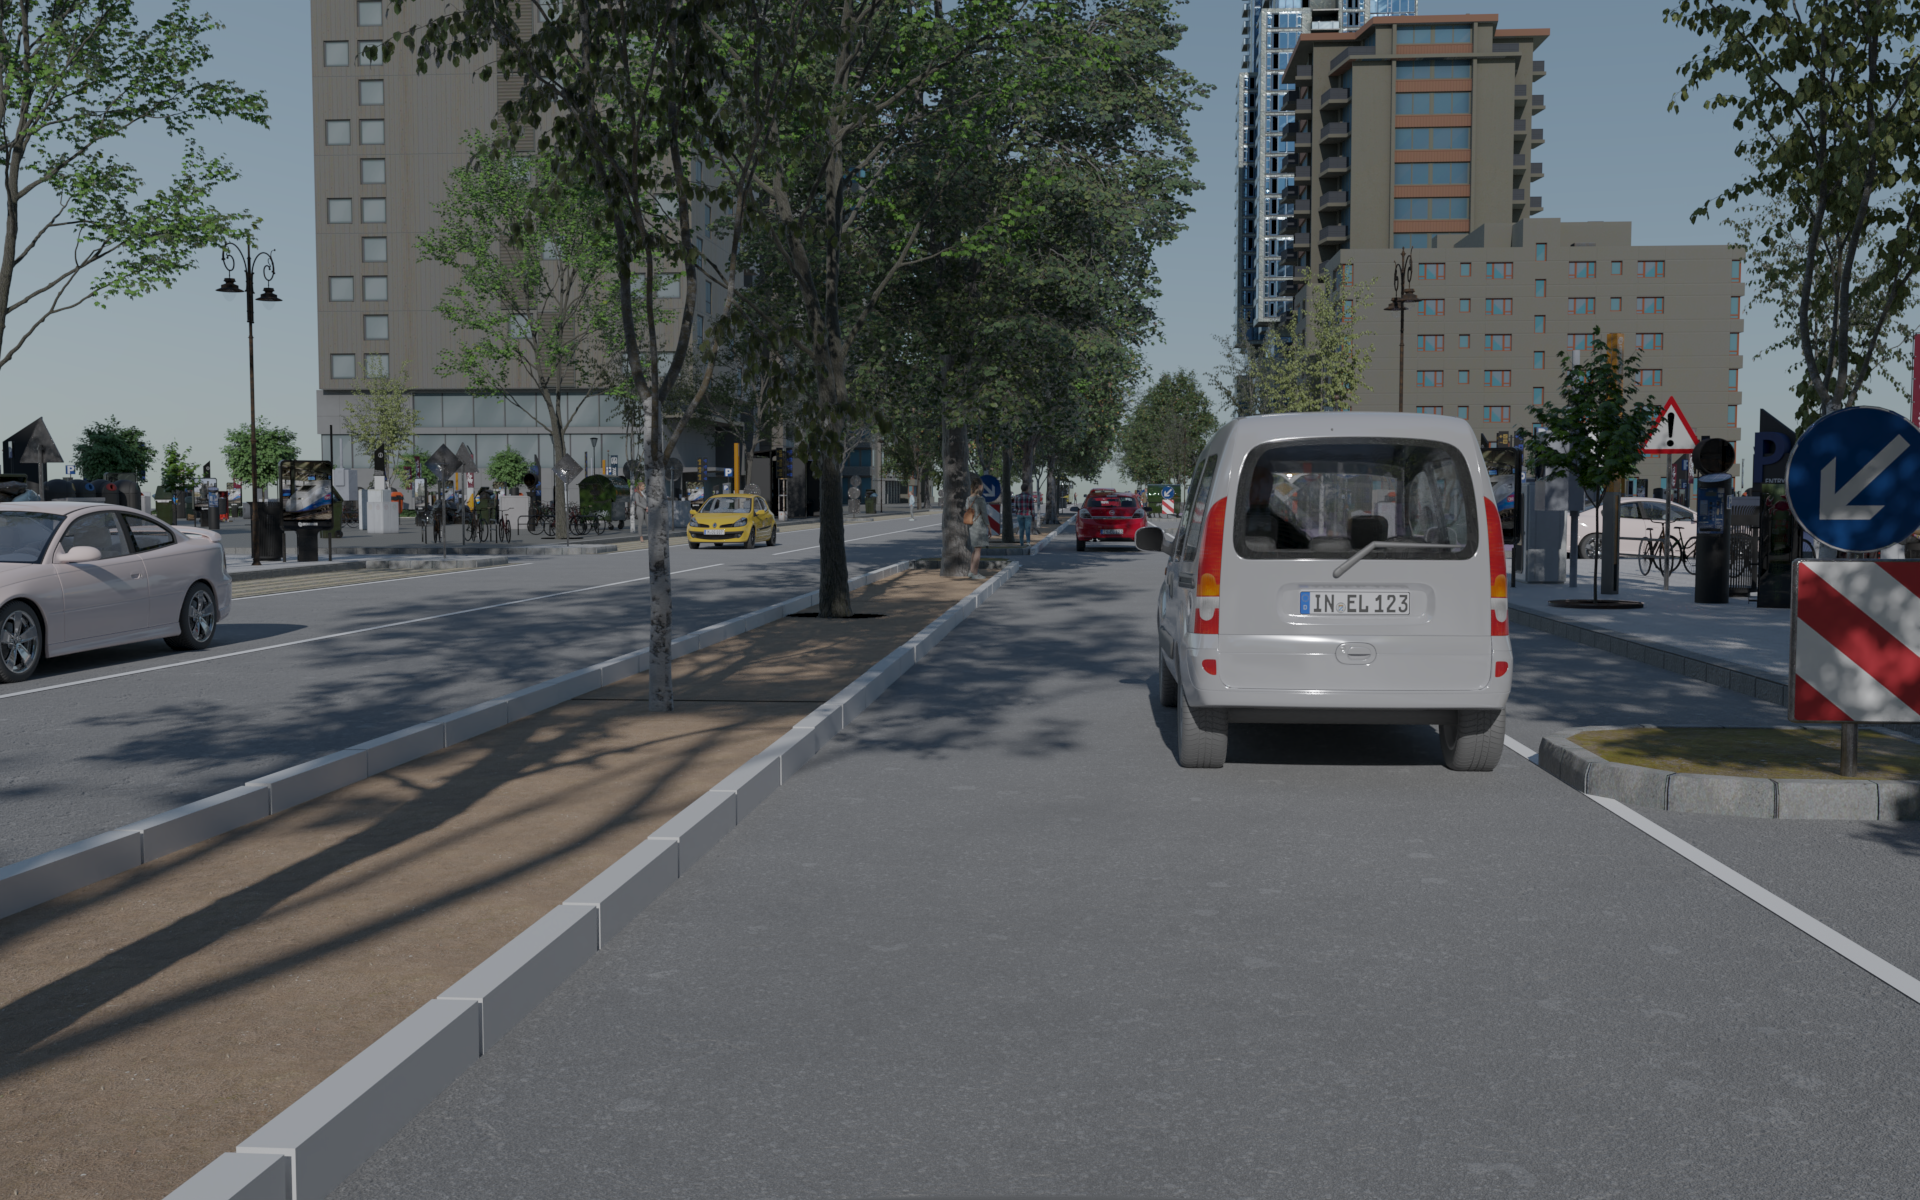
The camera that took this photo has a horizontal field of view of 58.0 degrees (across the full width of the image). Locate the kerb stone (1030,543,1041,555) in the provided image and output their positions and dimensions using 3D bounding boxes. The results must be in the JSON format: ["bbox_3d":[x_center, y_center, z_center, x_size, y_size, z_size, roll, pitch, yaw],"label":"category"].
[{"bbox_3d":[1.834,-1.229,42.296,0.120,0.150,1.000,0,4,5],"label":"kerb stone"}]

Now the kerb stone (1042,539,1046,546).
[{"bbox_3d":[2.169,-1.479,46.379,0.120,0.150,1.000,0,4,5],"label":"kerb stone"}]

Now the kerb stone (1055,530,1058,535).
[{"bbox_3d":[3.090,-2.166,57.611,0.120,0.150,1.000,0,4,5],"label":"kerb stone"}]

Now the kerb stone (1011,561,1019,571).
[{"bbox_3d":[0.953,-0.571,31.524,0.120,0.150,1.000,0,4,5],"label":"kerb stone"}]

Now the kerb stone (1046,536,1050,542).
[{"bbox_3d":[2.427,-1.667,49.449,0.120,0.150,1.000,0,4,5],"label":"kerb stone"}]

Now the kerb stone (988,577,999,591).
[{"bbox_3d":[0.448,-0.195,25.391,0.120,0.150,1.000,0,4,5],"label":"kerb stone"}]

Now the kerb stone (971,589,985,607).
[{"bbox_3d":[0.198,-0.007,22.310,0.120,0.150,1.000,0,4,5],"label":"kerb stone"}]

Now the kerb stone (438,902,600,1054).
[{"bbox_3d":[-1.237,1.060,4.926,0.120,0.150,1.000,0,4,5],"label":"kerb stone"}]

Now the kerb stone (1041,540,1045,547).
[{"bbox_3d":[2.083,-1.416,45.351,0.120,0.150,1.000,0,4,5],"label":"kerb stone"}]

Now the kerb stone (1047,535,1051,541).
[{"bbox_3d":[2.507,-1.729,50.467,0.120,0.150,1.000,0,4,5],"label":"kerb stone"}]

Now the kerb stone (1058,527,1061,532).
[{"bbox_3d":[3.424,-2.413,61.698,0.120,0.150,1.000,0,4,5],"label":"kerb stone"}]

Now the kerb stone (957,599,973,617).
[{"bbox_3d":[0.027,0.119,20.254,0.120,0.150,1.000,0,4,5],"label":"kerb stone"}]

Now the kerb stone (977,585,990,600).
[{"bbox_3d":[0.275,-0.070,23.344,0.120,0.150,1.000,0,4,5],"label":"kerb stone"}]

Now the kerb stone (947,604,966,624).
[{"bbox_3d":[-0.066,0.181,19.236,0.120,0.150,1.000,0,4,5],"label":"kerb stone"}]

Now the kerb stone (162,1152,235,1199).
[{"bbox_3d":[-1.413,1.182,2.876,0.120,0.150,1.000,0,4,5],"label":"kerb stone"}]

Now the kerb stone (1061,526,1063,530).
[{"bbox_3d":[3.693,-2.603,64.754,0.120,0.150,1.000,0,4,5],"label":"kerb stone"}]

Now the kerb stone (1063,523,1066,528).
[{"bbox_3d":[4.101,-2.915,69.861,0.120,0.150,1.000,0,4,5],"label":"kerb stone"}]

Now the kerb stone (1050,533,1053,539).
[{"bbox_3d":[2.679,-1.854,52.511,0.120,0.150,1.000,0,4,5],"label":"kerb stone"}]

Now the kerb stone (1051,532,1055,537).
[{"bbox_3d":[2.843,-1.974,54.550,0.120,0.150,1.000,0,4,5],"label":"kerb stone"}]

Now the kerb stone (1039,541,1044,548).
[{"bbox_3d":[2.001,-1.353,44.333,0.120,0.150,1.000,0,4,5],"label":"kerb stone"}]

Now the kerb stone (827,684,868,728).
[{"bbox_3d":[-0.732,0.681,11.064,0.120,0.150,1.000,0,4,5],"label":"kerb stone"}]

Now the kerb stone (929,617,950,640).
[{"bbox_3d":[-0.230,0.307,17.183,0.120,0.150,1.000,0,4,5],"label":"kerb stone"}]

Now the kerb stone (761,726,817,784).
[{"bbox_3d":[-0.898,0.810,9.022,0.120,0.150,1.000,0,4,5],"label":"kerb stone"}]

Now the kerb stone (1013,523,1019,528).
[{"bbox_3d":[2.510,-3.291,76.158,0.120,0.150,1.000,0,4,5],"label":"kerb stone"}]

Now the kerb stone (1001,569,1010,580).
[{"bbox_3d":[0.693,-0.379,28.462,0.120,0.150,1.000,0,4,5],"label":"kerb stone"}]

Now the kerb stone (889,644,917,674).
[{"bbox_3d":[-0.487,0.495,14.121,0.120,0.150,1.000,0,4,5],"label":"kerb stone"}]

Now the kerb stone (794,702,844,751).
[{"bbox_3d":[-0.820,0.743,10.045,0.120,0.150,1.000,0,4,5],"label":"kerb stone"}]

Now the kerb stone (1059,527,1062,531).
[{"bbox_3d":[3.517,-2.478,62.718,0.120,0.150,1.000,0,4,5],"label":"kerb stone"}]

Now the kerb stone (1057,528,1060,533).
[{"bbox_3d":[3.347,-2.353,60.666,0.120,0.150,1.000,0,4,5],"label":"kerb stone"}]

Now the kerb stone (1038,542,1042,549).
[{"bbox_3d":[1.921,-1.292,43.314,0.120,0.150,1.000,0,4,5],"label":"kerb stone"}]

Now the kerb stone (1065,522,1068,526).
[{"bbox_3d":[4.354,-3.103,72.934,0.120,0.150,1.000,0,4,5],"label":"kerb stone"}]

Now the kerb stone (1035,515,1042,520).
[{"bbox_3d":[4.617,-4.858,101.706,0.120,0.150,1.000,0,4,5],"label":"kerb stone"}]

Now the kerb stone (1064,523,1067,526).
[{"bbox_3d":[4.188,-2.976,70.879,0.120,0.150,1.000,0,4,5],"label":"kerb stone"}]

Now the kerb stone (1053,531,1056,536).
[{"bbox_3d":[2.919,-2.041,55.569,0.120,0.150,1.000,0,4,5],"label":"kerb stone"}]

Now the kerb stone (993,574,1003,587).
[{"bbox_3d":[0.524,-0.254,26.411,0.120,0.150,1.000,0,4,5],"label":"kerb stone"}]

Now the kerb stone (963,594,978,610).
[{"bbox_3d":[0.100,0.056,21.277,0.120,0.150,1.000,0,4,5],"label":"kerb stone"}]

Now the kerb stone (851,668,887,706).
[{"bbox_3d":[-0.649,0.619,12.083,0.120,0.150,1.000,0,4,5],"label":"kerb stone"}]

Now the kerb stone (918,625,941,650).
[{"bbox_3d":[-0.312,0.371,16.164,0.120,0.150,1.000,0,4,5],"label":"kerb stone"}]

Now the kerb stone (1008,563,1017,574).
[{"bbox_3d":[0.869,-0.508,30.505,0.120,0.150,1.000,0,4,5],"label":"kerb stone"}]

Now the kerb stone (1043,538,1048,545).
[{"bbox_3d":[2.255,-1.541,47.398,0.120,0.150,1.000,0,4,5],"label":"kerb stone"}]

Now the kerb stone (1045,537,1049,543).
[{"bbox_3d":[2.345,-1.604,48.426,0.120,0.150,1.000,0,4,5],"label":"kerb stone"}]

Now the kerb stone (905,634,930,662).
[{"bbox_3d":[-0.392,0.434,15.144,0.120,0.150,1.000,0,4,5],"label":"kerb stone"}]

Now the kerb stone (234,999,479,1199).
[{"bbox_3d":[-1.322,1.119,3.900,0.120,0.150,1.000,0,4,5],"label":"kerb stone"}]

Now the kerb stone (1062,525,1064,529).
[{"bbox_3d":[3.851,-2.727,66.792,0.120,0.150,1.000,0,4,5],"label":"kerb stone"}]

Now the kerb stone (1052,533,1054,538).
[{"bbox_3d":[2.758,-1.917,53.531,0.120,0.150,1.000,0,4,5],"label":"kerb stone"}]

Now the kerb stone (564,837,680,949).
[{"bbox_3d":[-1.151,0.997,5.950,0.120,0.150,1.000,0,4,5],"label":"kerb stone"}]

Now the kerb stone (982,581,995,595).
[{"bbox_3d":[0.360,-0.133,24.373,0.120,0.150,1.000,0,4,5],"label":"kerb stone"}]

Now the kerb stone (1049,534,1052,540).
[{"bbox_3d":[2.595,-1.791,51.487,0.120,0.150,1.000,0,4,5],"label":"kerb stone"}]

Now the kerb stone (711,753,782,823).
[{"bbox_3d":[-0.985,0.868,8.003,0.120,0.150,1.000,0,4,5],"label":"kerb stone"}]

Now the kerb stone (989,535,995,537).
[{"bbox_3d":[1.168,-2.295,59.808,0.120,0.150,1.000,0,4,5],"label":"kerb stone"}]

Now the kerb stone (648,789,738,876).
[{"bbox_3d":[-1.068,0.931,6.976,0.120,0.150,1.000,0,4,5],"label":"kerb stone"}]

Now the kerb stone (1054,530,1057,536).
[{"bbox_3d":[3.006,-2.104,56.593,0.120,0.150,1.000,0,4,5],"label":"kerb stone"}]

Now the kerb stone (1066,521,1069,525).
[{"bbox_3d":[4.526,-3.226,74.979,0.120,0.150,1.000,0,4,5],"label":"kerb stone"}]

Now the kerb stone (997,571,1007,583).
[{"bbox_3d":[0.611,-0.321,27.436,0.120,0.150,1.000,0,4,5],"label":"kerb stone"}]

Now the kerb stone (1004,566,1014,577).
[{"bbox_3d":[0.784,-0.445,29.486,0.120,0.150,1.000,0,4,5],"label":"kerb stone"}]

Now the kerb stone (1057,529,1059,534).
[{"bbox_3d":[3.266,-2.290,59.647,0.120,0.150,1.000,0,4,5],"label":"kerb stone"}]

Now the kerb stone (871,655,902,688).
[{"bbox_3d":[-0.572,0.556,13.102,0.120,0.150,1.000,0,4,5],"label":"kerb stone"}]

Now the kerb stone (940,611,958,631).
[{"bbox_3d":[-0.151,0.249,18.210,0.120,0.150,1.000,0,4,5],"label":"kerb stone"}]

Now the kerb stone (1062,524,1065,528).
[{"bbox_3d":[3.927,-2.791,67.824,0.120,0.150,1.000,0,4,5],"label":"kerb stone"}]

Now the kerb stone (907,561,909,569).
[{"bbox_3d":[-1.057,-0.643,32.714,0.120,0.150,1.000,0,4,5],"label":"kerb stone"}]
